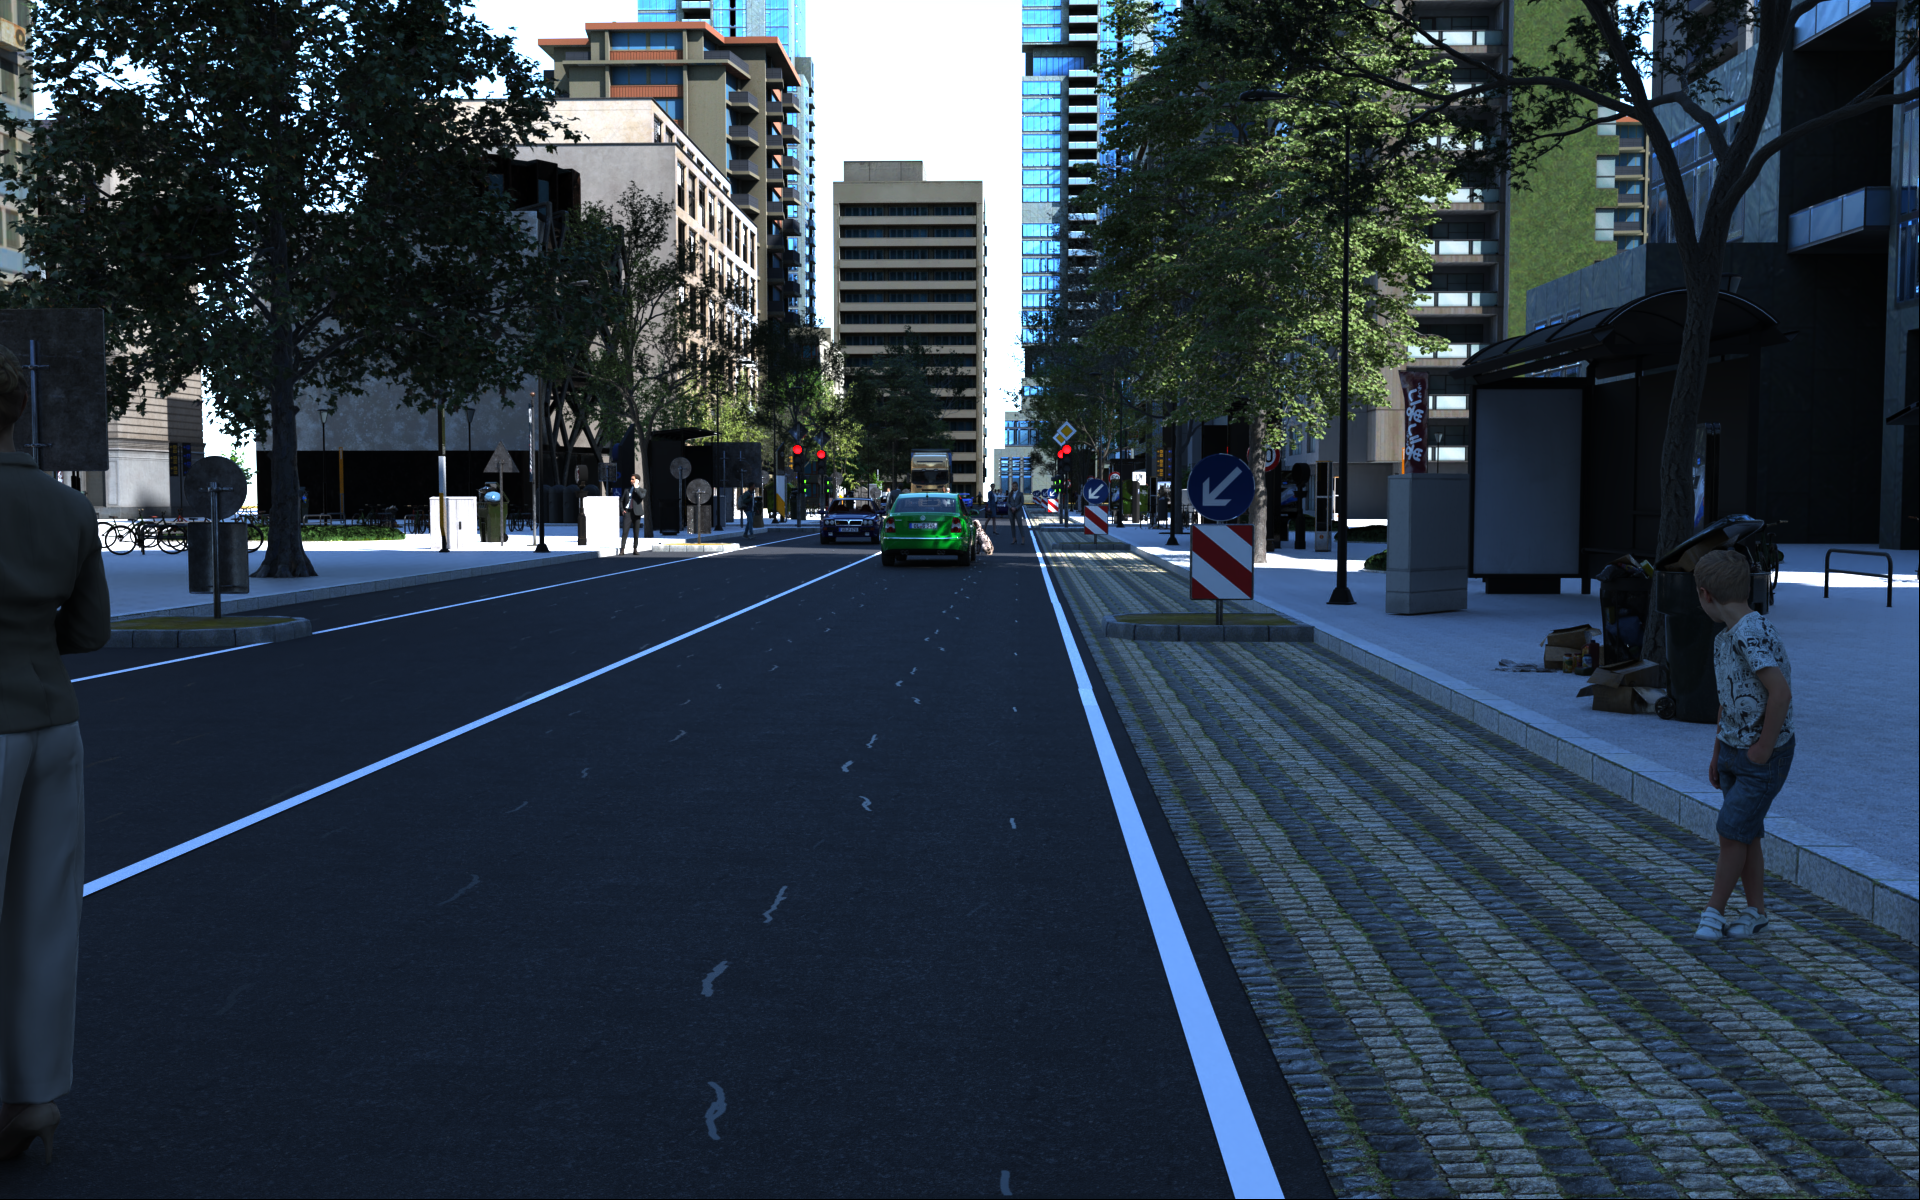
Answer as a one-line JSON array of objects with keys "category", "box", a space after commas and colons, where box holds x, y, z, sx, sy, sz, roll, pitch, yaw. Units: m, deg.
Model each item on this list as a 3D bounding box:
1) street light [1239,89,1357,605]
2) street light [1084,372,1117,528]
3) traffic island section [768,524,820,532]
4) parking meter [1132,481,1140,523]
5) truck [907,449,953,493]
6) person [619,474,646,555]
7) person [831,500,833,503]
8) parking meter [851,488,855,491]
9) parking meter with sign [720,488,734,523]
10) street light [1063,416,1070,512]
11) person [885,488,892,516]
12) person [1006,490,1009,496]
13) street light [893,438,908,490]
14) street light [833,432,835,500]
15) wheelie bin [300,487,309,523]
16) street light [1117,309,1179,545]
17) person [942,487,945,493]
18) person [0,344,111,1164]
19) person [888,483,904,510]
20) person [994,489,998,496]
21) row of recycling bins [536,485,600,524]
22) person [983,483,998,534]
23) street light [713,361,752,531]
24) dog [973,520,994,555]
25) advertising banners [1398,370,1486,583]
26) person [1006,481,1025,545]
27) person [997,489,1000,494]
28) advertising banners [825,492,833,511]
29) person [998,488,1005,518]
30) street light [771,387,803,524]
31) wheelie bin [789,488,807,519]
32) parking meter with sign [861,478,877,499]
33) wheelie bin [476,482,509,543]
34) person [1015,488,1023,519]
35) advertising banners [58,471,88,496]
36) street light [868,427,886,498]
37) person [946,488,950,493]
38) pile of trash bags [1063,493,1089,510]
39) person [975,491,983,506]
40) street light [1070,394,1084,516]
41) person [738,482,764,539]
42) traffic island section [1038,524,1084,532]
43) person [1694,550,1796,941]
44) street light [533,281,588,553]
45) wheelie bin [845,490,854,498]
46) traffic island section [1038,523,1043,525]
[{"category": "street light", "box": [3.909, -2.905, 20.046, 1.470, 5.913, 1.316, 0, 4, 2]}, {"category": "street light", "box": [5.616, -5.732, 66.267, 1.470, 5.913, 1.316, 0, 4, 2]}, {"category": "traffic island section", "box": [-6.233, -2.723, 66.809, 2.009, 0.180, 2.903, 0, 4, 2]}, {"category": "parking meter", "box": [7.725, -4.301, 76.035, 0.255, 1.863, 0.399, 2, 4, 23]}, {"category": "truck", "box": [-1.796, -7.392, 109.771, 2.839, 4.237, 11.283, 0, 4, 0]}, {"category": "person", "box": [-7.684, -2.005, 40.636, 0.648, 1.900, 0.474, 0, 4, -7]}, {"category": "person", "box": [-4.847, -3.175, 65.433, 0.382, 1.210, 0.505, 0, 4, -7]}, {"category": "parking meter", "box": [-8.607, -8.234, 140.343, 0.399, 1.863, 0.255, 2, 4, 35]}, {"category": "parking meter with sign", "box": [-10.613, -5.008, 78.145, 0.543, 3.016, 1.738, 1, 4, 18]}, {"category": "street light", "box": [6.803, -7.983, 103.059, 1.470, 5.913, 1.316, 0, 4, 2]}, {"category": "person", "box": [-4.348, -5.951, 105.901, 0.391, 1.810, 0.635, -3, 5, -40]}, {"category": "person", "box": [4.476, -9.658, 166.426, 0.705, 1.822, 1.348, 0, 4, 2]}, {"category": "street light", "box": [-4.983, -10.425, 142.994, 1.470, 5.913, 1.316, 0, 4, 2]}, {"category": "street light", "box": [-6.569, -7.654, 97.677, 1.470, 5.913, 1.316, 0, 4, 2]}, {"category": "wheelie bin", "box": [-28.984, -4.159, 75.905, 0.980, 1.594, 0.693, 1, 4, 13]}, {"category": "street light", "box": [4.798, -4.333, 43.383, 1.470, 5.913, 1.316, 0, 4, 2]}, {"category": "person", "box": [-0.846, -5.060, 91.498, 0.520, 1.790, 0.573, 1, 4, 17]}, {"category": "person", "box": [-2.075, 0.329, 3.663, 0.362, 1.759, 0.519, 1, 4, 19]}, {"category": "person", "box": [-2.121, -2.984, 57.463, 0.592, 1.802, 0.473, 0, 4, -1]}, {"category": "person", "box": [2.539, -6.896, 121.586, 0.599, 1.781, 0.374, -3, 4, -38]}, {"category": "row of recycling bins", "box": [-17.182, -4.202, 75.812, 3.534, 1.692, 1.069, 2, 4, 31]}, {"category": "person", "box": [1.115, -3.252, 61.687, 0.581, 1.822, 0.654, -3, 5, -42]}, {"category": "street light", "box": [-7.911, -5.376, 60.438, 1.470, 5.913, 1.316, 0, 4, 2]}, {"category": "dog", "box": [0.562, -1.486, 41.130, 0.513, 0.831, 0.800, -1, 4, -17]}, {"category": "advertising banners", "box": [7.139, -1.755, 24.887, 2.074, 3.025, 0.090, -1, 4, -22]}, {"category": "person", "box": [1.584, -2.480, 49.319, 0.520, 1.790, 0.573, 0, 4, 0]}, {"category": "person", "box": [2.950, -7.939, 138.326, 0.620, 1.820, 0.660, 0, 4, -1]}, {"category": "advertising banners", "box": [-9.327, -7.665, 121.503, 0.090, 3.025, 2.074, 1, 4, 21]}, {"category": "person", "box": [2.564, -5.940, 105.966, 0.694, 1.780, 0.624, 3, 5, 40]}, {"category": "street light", "box": [-7.495, -6.272, 75.085, 1.470, 5.913, 1.316, 0, 4, 2]}, {"category": "wheelie bin", "box": [-8.183, -4.859, 87.358, 0.980, 1.594, 0.693, 1, 4, 16]}, {"category": "parking meter with sign", "box": [-6.522, -8.100, 128.692, 1.738, 3.016, 0.543, 0, 4, 1]}, {"category": "wheelie bin", "box": [-12.403, -2.327, 45.962, 0.693, 1.594, 0.980, -3, 5, -44]}, {"category": "person", "box": [3.210, -5.450, 97.587, 0.713, 1.824, 0.794, 1, 4, 15]}, {"category": "advertising banners", "box": [-38.905, -4.871, 75.829, 2.074, 3.025, 0.090, 2, 4, 28]}, {"category": "street light", "box": [-5.818, -9.036, 120.275, 1.470, 5.913, 1.316, 0, 4, 2]}, {"category": "person", "box": [-0.632, -5.294, 95.537, 0.782, 1.767, 0.515, 1, 4, 11]}, {"category": "pile of trash bags", "box": [9.972, -8.204, 143.895, 3.447, 1.369, 1.912, -1, 4, -11]}, {"category": "person", "box": [2.204, -11.685, 200.286, 0.721, 1.736, 1.217, 3, 5, 42]}, {"category": "street light", "box": [6.001, -6.601, 80.462, 1.470, 5.913, 1.316, 0, 4, 2]}, {"category": "person", "box": [-6.604, -2.832, 54.791, 0.713, 1.824, 0.794, 2, 4, 33]}, {"category": "traffic island section", "box": [4.102, -2.702, 66.457, 2.009, 0.180, 2.903, 0, 4, 2]}, {"category": "person", "box": [2.511, 0.466, 5.571, 0.352, 1.250, 0.332, 3, 5, 43]}, {"category": "street light", "box": [-8.641, -3.994, 37.839, 1.470, 5.913, 1.316, 0, 4, 2]}, {"category": "wheelie bin", "box": [-7.467, -6.657, 116.754, 0.693, 1.594, 0.980, -1, 4, -14]}, {"category": "traffic island section", "box": [4.372, -3.190, 74.437, 2.009, 0.180, 2.903, 0, 4, 2]}]
